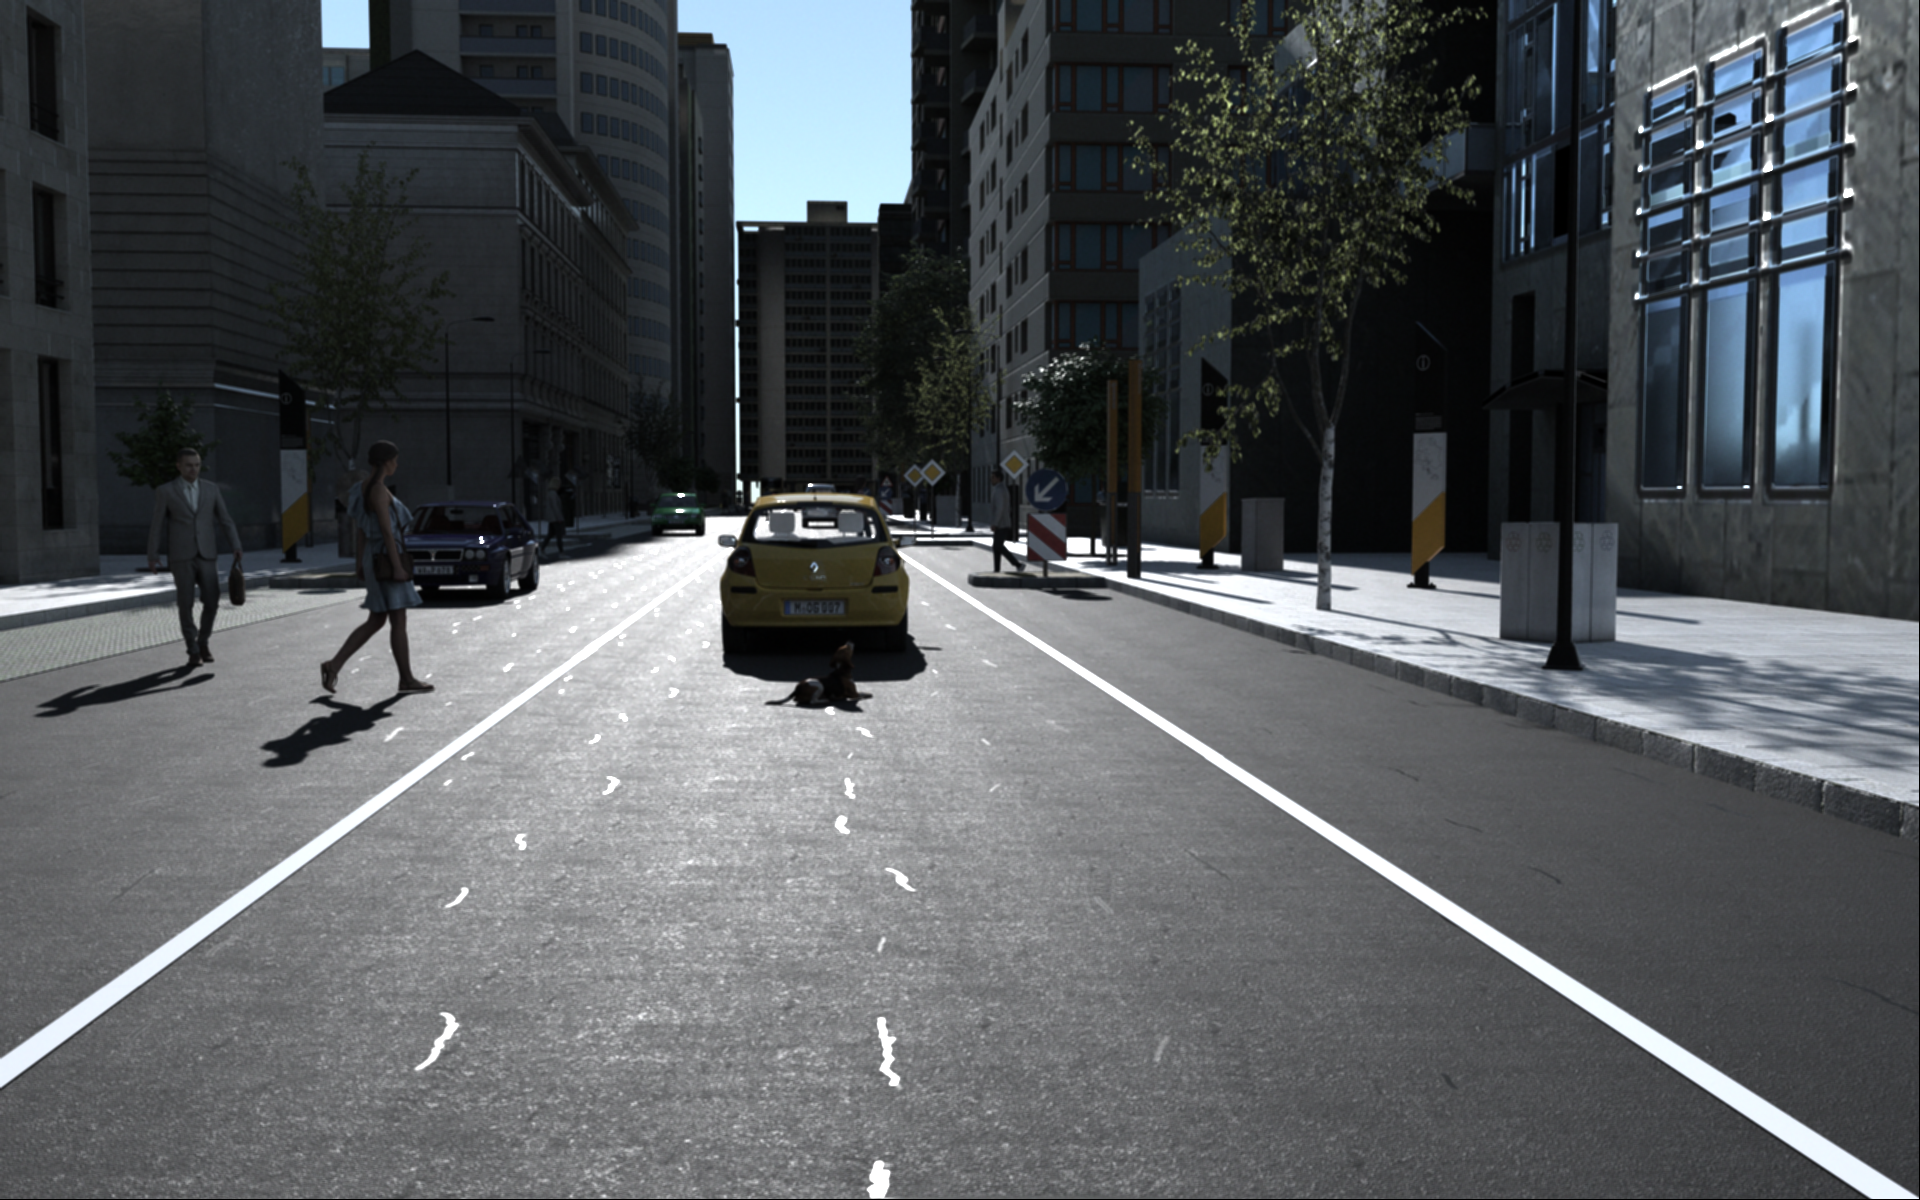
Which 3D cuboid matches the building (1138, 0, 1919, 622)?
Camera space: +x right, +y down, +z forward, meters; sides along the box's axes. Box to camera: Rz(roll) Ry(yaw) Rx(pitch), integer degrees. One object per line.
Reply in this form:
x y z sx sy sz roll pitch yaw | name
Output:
17.384 -43.926 30.860 22.319 86.520 31.000 0 4 -5 | building

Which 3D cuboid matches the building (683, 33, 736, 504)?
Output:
-43.433 -41.732 224.314 28.212 58.520 21.231 0 4 -5 | building

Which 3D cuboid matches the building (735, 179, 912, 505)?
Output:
-17.790 -33.056 232.347 23.993 40.220 32.217 0 4 -5 | building

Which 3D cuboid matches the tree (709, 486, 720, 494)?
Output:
-26.341 -11.666 185.344 1.663 3.219 1.824 0 3 0 | tree

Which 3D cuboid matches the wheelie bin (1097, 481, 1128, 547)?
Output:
3.764 -2.110 42.404 0.980 1.594 0.693 -1 4 -13 | wheelie bin

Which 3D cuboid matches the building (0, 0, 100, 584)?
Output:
-17.982 -9.977 17.871 10.420 20.320 16.860 0 4 -5 | building

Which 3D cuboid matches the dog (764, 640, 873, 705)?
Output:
-0.981 0.500 12.025 0.748 0.427 0.550 0 4 -2 | dog

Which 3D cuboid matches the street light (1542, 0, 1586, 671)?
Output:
3.907 -2.446 12.535 1.470 5.913 1.316 0 4 -5 | street light

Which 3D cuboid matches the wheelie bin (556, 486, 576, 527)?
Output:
-15.225 -3.607 66.883 0.693 1.594 0.980 1 4 23 | wheelie bin

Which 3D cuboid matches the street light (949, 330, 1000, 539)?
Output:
0.550 -4.684 49.129 1.470 5.913 1.316 0 4 -5 | street light

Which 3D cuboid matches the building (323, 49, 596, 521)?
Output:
-23.845 -13.819 76.844 10.553 20.767 40.483 0 4 -5 | building

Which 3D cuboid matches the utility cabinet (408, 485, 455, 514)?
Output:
-13.196 -2.116 43.277 1.173 1.500 0.318 1 4 19 | utility cabinet

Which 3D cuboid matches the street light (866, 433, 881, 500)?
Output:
-6.600 -9.751 131.967 1.470 5.913 1.316 0 4 -5 | street light

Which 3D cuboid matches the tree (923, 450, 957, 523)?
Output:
-0.874 -4.988 76.150 1.663 3.219 1.824 0 3 0 | tree

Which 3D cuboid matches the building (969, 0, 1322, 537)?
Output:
16.025 -13.769 70.161 28.899 21.520 27.650 0 4 -5 | building

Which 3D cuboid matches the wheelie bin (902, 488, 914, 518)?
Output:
-2.726 -5.158 92.235 0.693 1.594 0.980 0 4 8 | wheelie bin

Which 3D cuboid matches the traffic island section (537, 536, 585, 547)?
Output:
-11.711 -1.584 48.183 2.009 0.180 2.903 0 4 -5 | traffic island section

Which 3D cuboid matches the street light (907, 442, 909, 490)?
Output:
-3.391 -7.509 95.314 1.470 5.913 1.316 0 4 -5 | street light

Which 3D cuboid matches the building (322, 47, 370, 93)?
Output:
-65.468 -34.843 189.295 30.456 49.044 23.786 0 4 -5 | building

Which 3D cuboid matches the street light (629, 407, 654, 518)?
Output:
-17.068 -7.361 92.889 1.470 5.913 1.316 0 4 -5 | street light

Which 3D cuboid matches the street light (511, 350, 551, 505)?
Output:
-13.854 -5.090 55.766 1.470 5.913 1.316 0 4 -5 | street light

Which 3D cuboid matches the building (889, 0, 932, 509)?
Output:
4.265 -43.868 155.491 20.563 71.187 20.611 0 4 -5 | building

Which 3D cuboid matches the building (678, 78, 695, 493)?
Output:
-32.897 -29.426 164.703 14.154 41.232 14.086 0 4 -5 | building

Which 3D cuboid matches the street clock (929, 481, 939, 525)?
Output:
-1.099 -4.140 72.259 0.358 2.002 0.471 2 4 28 | street clock

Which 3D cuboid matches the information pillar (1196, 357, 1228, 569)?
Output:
4.308 -2.333 29.503 0.504 3.616 0.183 3 4 39 | information pillar

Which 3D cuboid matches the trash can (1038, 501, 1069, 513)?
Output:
2.034 -1.621 38.153 0.748 1.137 0.748 0 3 0 | trash can

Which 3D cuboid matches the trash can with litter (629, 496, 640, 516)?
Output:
-18.659 -5.401 99.691 0.624 1.170 1.055 -2 4 -30 | trash can with litter

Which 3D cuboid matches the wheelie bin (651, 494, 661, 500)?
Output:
-18.711 -6.048 106.789 0.693 1.594 0.980 0 4 6 | wheelie bin

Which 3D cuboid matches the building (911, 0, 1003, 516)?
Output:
8.322 -27.777 108.774 22.147 44.769 28.867 0 4 -5 | building

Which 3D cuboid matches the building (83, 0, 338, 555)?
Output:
-24.971 -11.666 39.895 18.267 20.994 9.793 0 4 -5 | building

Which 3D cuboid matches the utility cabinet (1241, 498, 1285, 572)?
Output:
5.076 -1.095 29.063 0.306 1.237 1.020 3 4 37 | utility cabinet

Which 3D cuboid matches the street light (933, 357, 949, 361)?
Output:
-0.205 -5.285 58.945 1.470 5.913 1.316 0 4 -5 | street light

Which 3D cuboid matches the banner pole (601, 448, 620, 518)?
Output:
-19.041 -6.337 93.625 0.401 3.779 0.863 3 5 43 | banner pole

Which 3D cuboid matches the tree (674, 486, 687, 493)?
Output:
-22.356 -8.803 138.524 1.663 3.219 1.824 0 3 0 | tree

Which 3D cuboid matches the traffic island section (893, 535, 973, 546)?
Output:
-0.762 -1.643 49.141 2.009 0.180 2.903 0 4 -5 | traffic island section

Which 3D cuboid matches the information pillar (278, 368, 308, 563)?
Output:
-12.449 -2.506 32.331 0.504 3.616 0.183 0 4 5 | information pillar

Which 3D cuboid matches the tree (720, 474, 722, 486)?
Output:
-26.373 -11.941 178.955 4.285 4.588 4.351 0 3 0 | tree

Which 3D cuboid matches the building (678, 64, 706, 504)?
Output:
-39.602 -34.775 192.277 21.600 48.544 21.300 0 4 -5 | building

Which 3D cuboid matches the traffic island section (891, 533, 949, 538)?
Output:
-1.464 -2.129 57.095 2.009 0.180 2.903 0 4 -5 | traffic island section

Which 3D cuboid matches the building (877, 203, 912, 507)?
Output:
-1.356 -24.648 174.701 14.160 30.474 14.107 0 4 -5 | building

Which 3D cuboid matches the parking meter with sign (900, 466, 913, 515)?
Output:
-3.382 -6.821 107.783 0.543 3.016 1.738 -2 4 -33 | parking meter with sign

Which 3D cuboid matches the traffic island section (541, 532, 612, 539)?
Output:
-12.413 -2.071 56.137 2.009 0.180 2.903 0 4 -5 | traffic island section

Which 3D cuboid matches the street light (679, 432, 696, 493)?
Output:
-20.345 -9.577 129.120 1.470 5.913 1.316 0 4 -5 | street light

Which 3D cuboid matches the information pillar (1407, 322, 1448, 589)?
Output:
6.360 -1.966 23.497 0.183 3.616 0.504 -3 5 -40 | information pillar

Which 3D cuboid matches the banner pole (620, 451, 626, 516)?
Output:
-19.980 -6.826 101.628 0.863 3.779 0.401 -1 4 -8 | banner pole

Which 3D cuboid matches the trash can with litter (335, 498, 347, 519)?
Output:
-20.050 -2.759 56.503 0.624 1.170 1.055 1 4 20 | trash can with litter

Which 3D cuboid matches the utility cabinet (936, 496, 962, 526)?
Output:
-0.444 -3.585 69.770 1.020 1.237 0.306 2 4 26 | utility cabinet

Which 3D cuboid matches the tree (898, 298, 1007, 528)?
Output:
-0.127 -7.048 65.602 4.360 8.622 3.978 0 3 0 | tree

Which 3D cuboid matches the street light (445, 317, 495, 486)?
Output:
-12.871 -4.458 45.423 1.470 5.913 1.316 0 4 -5 | street light

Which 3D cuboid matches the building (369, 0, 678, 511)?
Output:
-34.774 -36.747 142.812 21.231 58.520 28.212 0 4 -5 | building

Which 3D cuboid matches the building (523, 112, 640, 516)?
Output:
-30.116 -17.020 111.568 16.112 22.955 30.059 0 4 -5 | building
